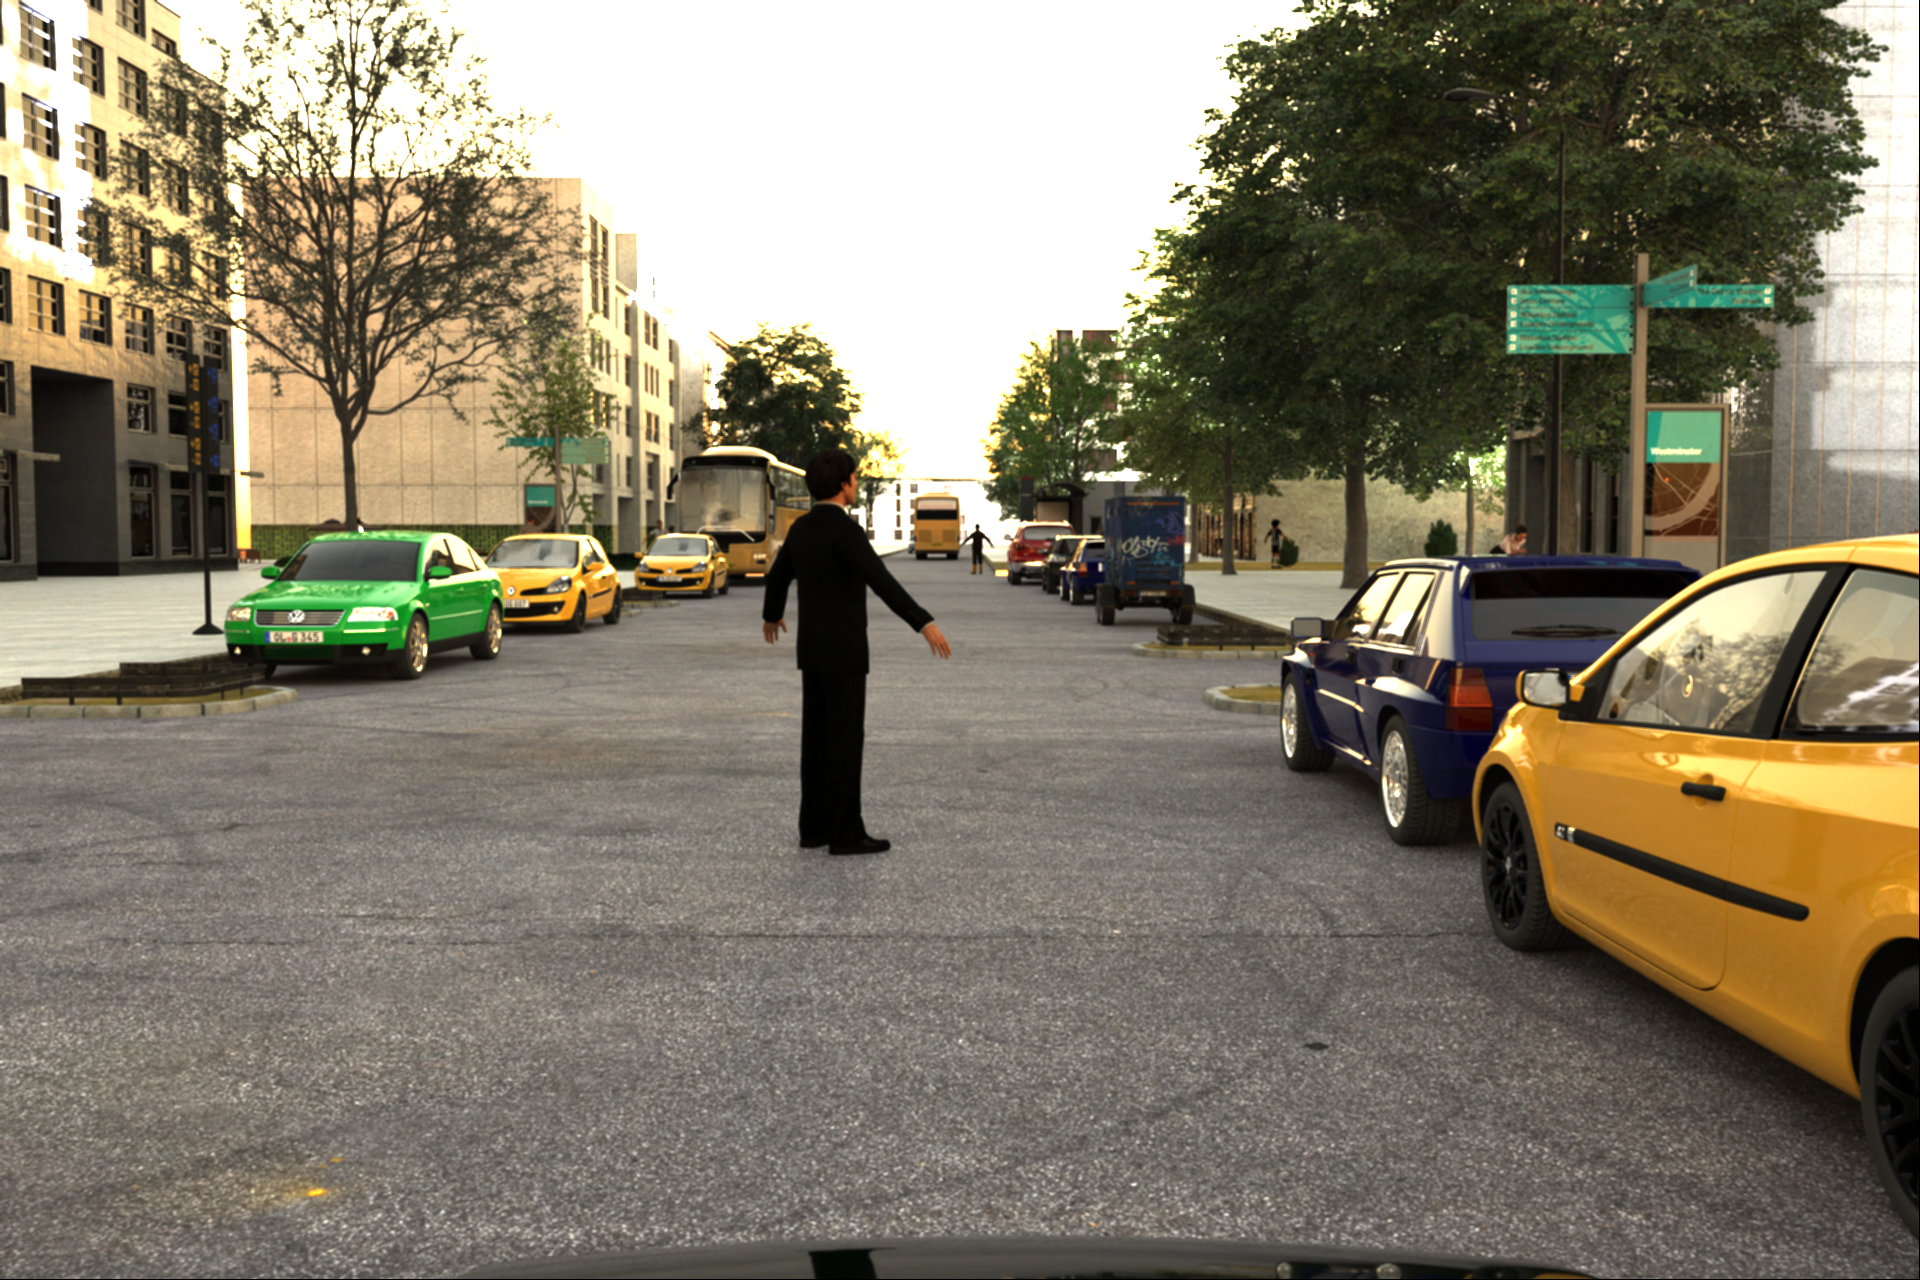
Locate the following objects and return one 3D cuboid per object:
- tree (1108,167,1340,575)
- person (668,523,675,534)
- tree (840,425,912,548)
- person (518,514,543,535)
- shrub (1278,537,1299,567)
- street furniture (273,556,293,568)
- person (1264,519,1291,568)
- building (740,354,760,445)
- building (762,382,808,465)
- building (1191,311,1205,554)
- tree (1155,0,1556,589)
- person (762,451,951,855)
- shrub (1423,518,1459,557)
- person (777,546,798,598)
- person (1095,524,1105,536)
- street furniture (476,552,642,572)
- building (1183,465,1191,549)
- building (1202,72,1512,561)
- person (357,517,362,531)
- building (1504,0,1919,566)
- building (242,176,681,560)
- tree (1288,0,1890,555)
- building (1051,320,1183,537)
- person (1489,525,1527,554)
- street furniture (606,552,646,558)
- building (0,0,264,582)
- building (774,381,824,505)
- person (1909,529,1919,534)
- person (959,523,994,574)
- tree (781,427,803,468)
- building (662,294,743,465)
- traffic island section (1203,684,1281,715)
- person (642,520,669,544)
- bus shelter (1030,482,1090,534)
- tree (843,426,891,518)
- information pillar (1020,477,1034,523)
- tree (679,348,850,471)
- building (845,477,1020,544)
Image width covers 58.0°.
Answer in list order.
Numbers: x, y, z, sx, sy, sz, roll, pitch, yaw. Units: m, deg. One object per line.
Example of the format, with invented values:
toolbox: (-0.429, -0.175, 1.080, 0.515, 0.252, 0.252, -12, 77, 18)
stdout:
tree: (8.315, -8.306, 53.923, 7.486, 12.596, 7.792, 0, 3, 0)
person: (-15.048, -5.186, 90.557, 0.705, 1.858, 1.354, 0, 4, 2)
tree: (-8.681, -14.601, 164.486, 9.928, 11.665, 9.643, 0, 3, 0)
person: (-10.354, -2.151, 41.749, 0.617, 1.759, 0.750, -1, 4, -12)
shrub: (12.806, -3.468, 67.819, 1.383, 1.207, 1.383, 0, 3, 0)
street furniture: (-22.865, -3.189, 67.770, 5.734, 0.657, 10.072, 1, 4, 10)
person: (11.835, -3.587, 64.784, 0.704, 1.843, 1.345, -2, 4, -35)
building: (-26.839, -19.671, 178.033, 16.016, 20.090, 11.380, 0, 4, 0)
building: (-27.815, -22.676, 201.688, 19.493, 23.208, 18.063, 0, 4, 0)
building: (25.091, -17.006, 108.972, 19.493, 23.208, 18.063, 0, 4, 0)
tree: (9.259, -8.170, 40.242, 9.857, 13.997, 8.962, 0, 3, 0)
person: (-0.550, 0.048, 7.856, 0.705, 1.806, 1.347, -3, 5, -40)
shrub: (21.987, -4.571, 79.153, 1.690, 2.028, 1.600, 0, 3, 0)
person: (-3.462, -1.876, 38.906, 1.354, 1.856, 0.705, 0, 4, 4)
person: (7.636, -5.362, 93.803, 0.705, 1.813, 1.348, -3, 5, -41)
street furniture: (-12.474, -2.830, 61.903, 10.072, 0.657, 5.734, 0, 4, 2)
building: (23.915, -11.992, 138.217, 9.099, 9.664, 28.070, 0, 4, 0)
building: (23.171, -15.846, 90.004, 19.493, 23.208, 18.063, 0, 4, 0)
person: (-18.807, -2.929, 53.970, 0.704, 1.819, 1.344, -2, 4, -25)
building: (25.241, -14.266, 50.506, 12.078, 24.872, 19.932, 0, 4, 0)
building: (-27.183, -14.390, 101.737, 16.747, 18.905, 31.486, 0, 4, 0)
tree: (9.366, -7.332, 26.528, 9.857, 13.997, 8.962, 0, 3, 0)
building: (23.300, -20.667, 181.885, 27.936, 21.610, 32.646, 0, 4, 0)
person: (9.197, -1.207, 28.974, 0.799, 1.438, 0.628, 3, 5, 39)
street furniture: (-15.487, -3.500, 72.848, 5.734, 0.657, 10.072, 1, 4, 10)
building: (-30.331, -14.128, 49.406, 11.959, 24.771, 22.079, 0, 3, 0)
building: (-27.251, -23.786, 219.823, 19.493, 23.208, 18.063, 0, 4, 0)
person: (13.489, -1.105, 23.972, 0.599, 1.838, 0.709, 0, 4, -2)
person: (0.612, -3.272, 62.097, 1.346, 1.812, 0.704, -1, 4, -21)
tree: (-9.599, -9.664, 108.373, 4.737, 8.622, 4.395, 0, 3, 0)
building: (-27.952, -18.708, 136.800, 19.493, 23.208, 18.063, 0, 4, 1)
traffic island section: (3.090, 0.506, 14.594, 1.991, 0.108, 1.994, 0, 4, 0)
person: (-9.867, -3.073, 57.012, 1.217, 1.739, 0.721, -1, 4, -14)
bus shelter: (3.949, -4.625, 69.543, 2.014, 3.302, 5.546, 0, 4, -1)
tree: (-9.193, -12.611, 140.596, 7.601, 10.594, 8.767, -3, 5, -42)
information pillar: (3.037, -5.455, 78.569, 0.750, 3.857, 0.750, 0, 4, 0)
tree: (-9.637, -9.293, 86.352, 8.767, 10.594, 7.601, -1, 4, -13)
building: (-4.552, -18.954, 254.507, 28.070, 9.664, 9.099, 0, 4, -8)
